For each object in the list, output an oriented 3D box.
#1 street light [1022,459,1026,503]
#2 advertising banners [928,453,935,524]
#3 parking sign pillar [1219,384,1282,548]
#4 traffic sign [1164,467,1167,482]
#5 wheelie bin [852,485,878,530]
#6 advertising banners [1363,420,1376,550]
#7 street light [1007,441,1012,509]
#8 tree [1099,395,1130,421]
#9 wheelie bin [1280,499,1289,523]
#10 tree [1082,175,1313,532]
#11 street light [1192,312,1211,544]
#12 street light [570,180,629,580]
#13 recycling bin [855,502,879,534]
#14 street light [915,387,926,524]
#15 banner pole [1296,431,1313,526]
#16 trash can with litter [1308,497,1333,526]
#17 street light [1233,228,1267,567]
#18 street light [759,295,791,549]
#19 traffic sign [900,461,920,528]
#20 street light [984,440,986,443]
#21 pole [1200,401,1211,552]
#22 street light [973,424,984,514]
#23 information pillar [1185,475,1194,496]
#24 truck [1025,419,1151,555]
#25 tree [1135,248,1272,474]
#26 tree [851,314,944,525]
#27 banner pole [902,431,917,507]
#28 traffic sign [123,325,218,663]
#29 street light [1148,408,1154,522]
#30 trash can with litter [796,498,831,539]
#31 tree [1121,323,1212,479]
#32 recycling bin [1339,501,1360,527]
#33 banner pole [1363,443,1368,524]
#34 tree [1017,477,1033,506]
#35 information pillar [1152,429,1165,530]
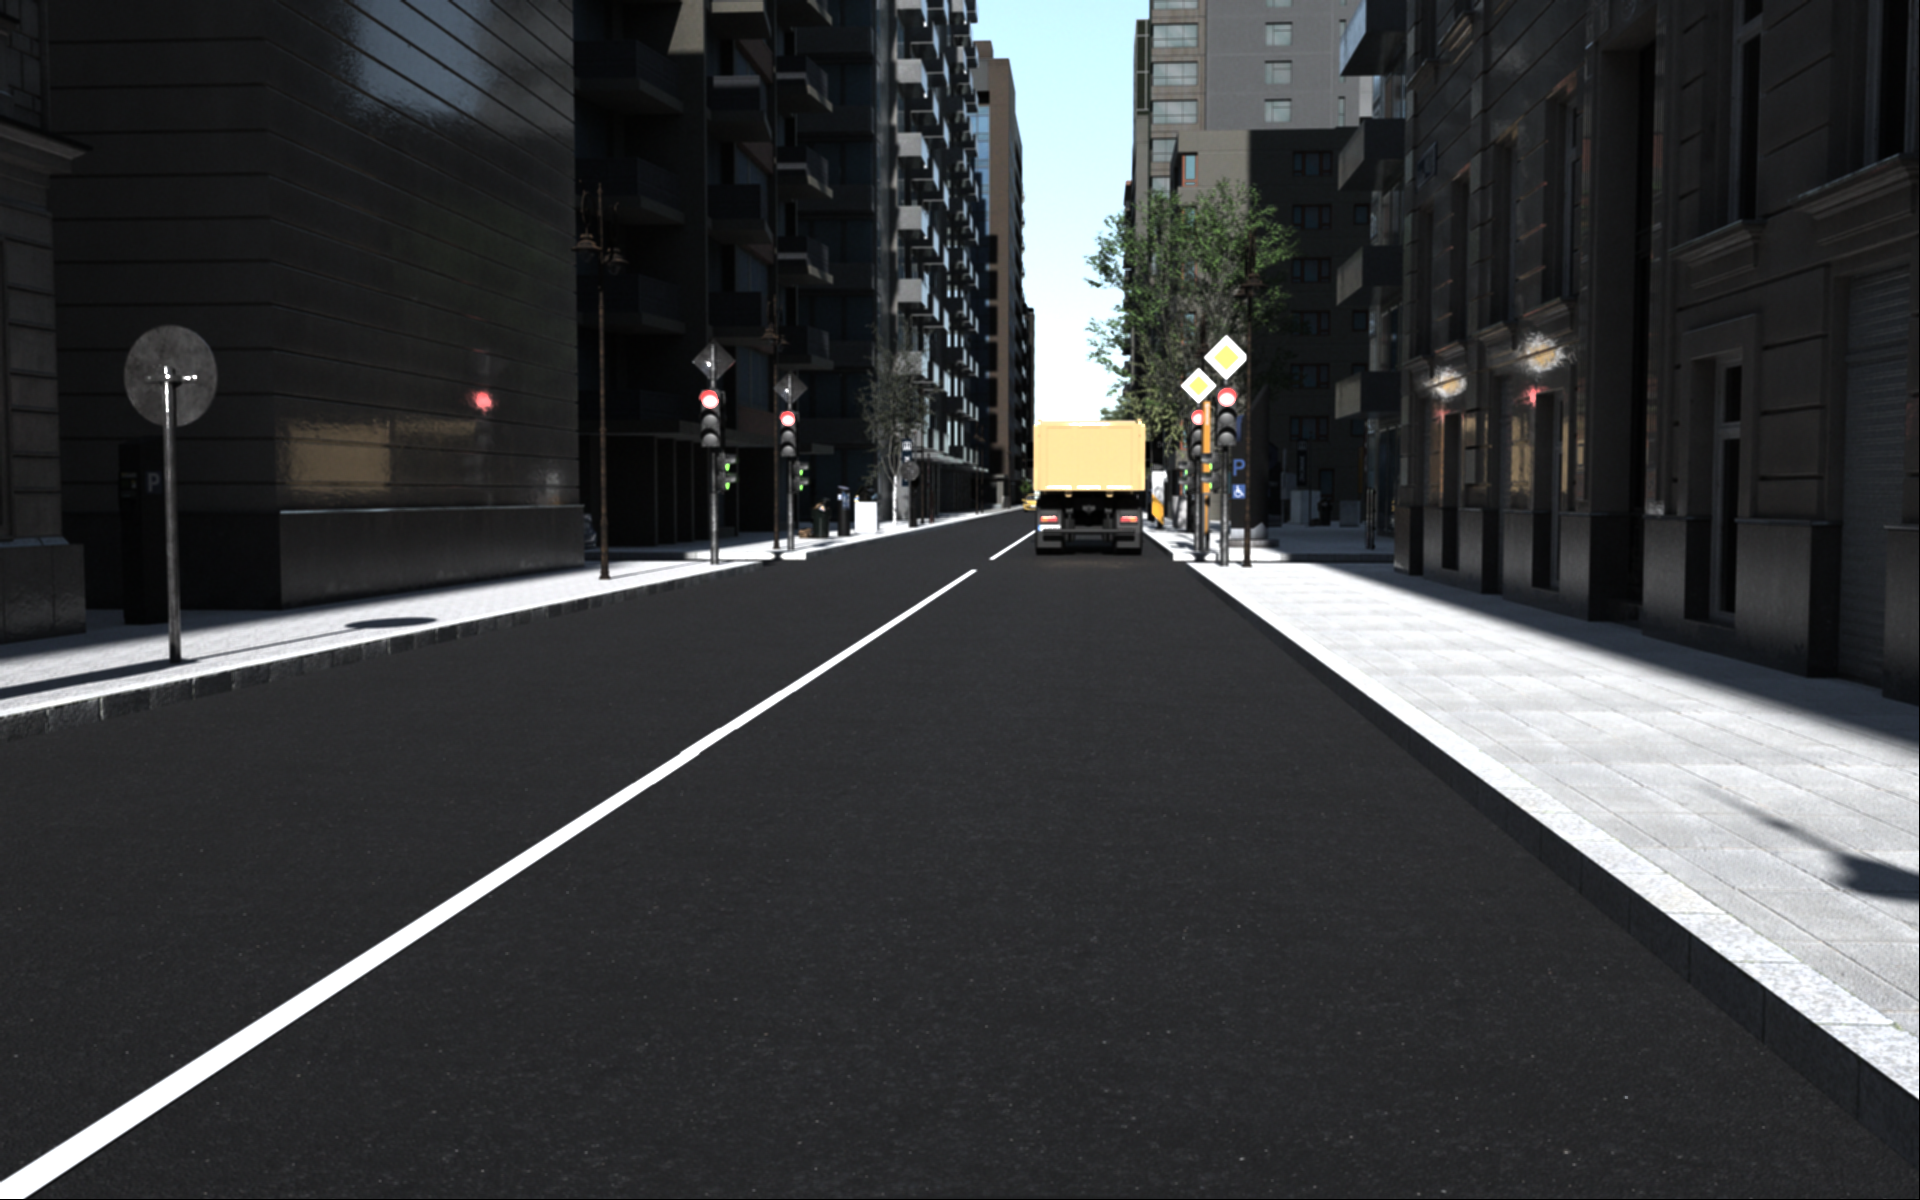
[{"bbox_3d":[6.874,-13.047,186.099,0.468,5.910,1.993,0,4,4],"label":"street light"},{"bbox_3d":[-1.257,-4.827,75.116,0.090,3.025,2.074,0,4,7],"label":"advertising banners"},{"bbox_3d":[7.030,-3.271,41.959,1.447,3.967,1.447,2,4,34],"label":"parking sign pillar"},{"bbox_3d":[7.306,-3.752,63.477,0.606,2.300,0.079,1,4,13],"label":"traffic sign"},{"bbox_3d":[-3.267,-3.193,60.109,0.693,1.594,0.980,2,4,28],"label":"wheelie bin"},{"bbox_3d":[9.595,-2.717,40.613,0.090,3.025,2.074,0,4,7],"label":"advertising banners"},{"bbox_3d":[4.307,-10.908,151.129,0.468,5.910,1.993,0,4,4],"label":"street light"},{"bbox_3d":[18.397,-17.052,196.935,7.486,12.596,7.792,0,3,0],"label":"tree"},{"bbox_3d":[14.233,-4.233,77.118,0.693,1.594,0.980,-2,4,-31],"label":"wheelie bin"},{"bbox_3d":[7.858,-8.083,57.913,9.928,11.665,9.643,0,3,0],"label":"tree"},{"bbox_3d":[6.171,-4.361,44.097,0.468,5.910,1.993,0,4,4],"label":"street light"},{"bbox_3d":[-5.347,-3.248,25.895,0.468,5.910,1.993,0,4,4],"label":"street light"},{"bbox_3d":[-2.995,-2.644,55.776,0.722,1.027,0.722,0,4,4],"label":"recycling bin"},{"bbox_3d":[-1.621,-6.242,74.841,0.468,5.910,1.993,0,4,4],"label":"street light"},{"bbox_3d":[13.664,-4.801,68.519,0.863,3.779,0.401,-1,4,-21],"label":"banner pole"},{"bbox_3d":[14.499,-3.574,69.827,0.624,1.170,1.055,-3,4,-38],"label":"trash can with litter"},{"bbox_3d":[5.057,-3.520,30.339,0.468,5.910,1.993,0,4,4],"label":"street light"},{"bbox_3d":[-4.285,-4.127,40.272,0.468,5.910,1.993,0,4,4],"label":"street light"},{"bbox_3d":[-1.927,-4.040,66.162,0.768,2.556,0.104,1,4,9],"label":"traffic sign"},{"bbox_3d":[1.493,-8.759,115.990,0.468,5.910,1.993,0,4,4],"label":"street light"},{"bbox_3d":[5.410,-2.710,38.145,0.158,3.312,0.155,0,3,0],"label":"pole"},{"bbox_3d":[1.073,-8.356,109.407,0.468,5.910,1.993,0,4,4],"label":"street light"},{"bbox_3d":[8.790,-3.765,66.055,0.304,2.012,0.304,-2,4,-23],"label":"information pillar"},{"bbox_3d":[3.286,-2.959,44.297,3.469,3.379,9.791,0,4,4],"label":"truck"},{"bbox_3d":[7.257,-6.186,51.505,4.360,8.622,3.978,0,3,0],"label":"tree"},{"bbox_3d":[-2.705,-7.415,71.599,4.360,8.622,3.978,0,3,0],"label":"tree"},{"bbox_3d":[-1.964,-4.816,68.761,0.863,3.779,0.401,2,4,29],"label":"banner pole"},{"bbox_3d":[-5.958,-0.793,13.072,0.768,2.556,0.104,1,4,8],"label":"traffic sign"},{"bbox_3d":[8.777,-6.476,78.670,0.468,5.910,1.993,0,4,4],"label":"street light"},{"bbox_3d":[-4.251,-2.367,50.092,1.055,1.170,0.624,2,4,25],"label":"trash can with litter"},{"bbox_3d":[8.746,-7.578,74.269,4.737,8.622,4.395,0,3,0],"label":"tree"},{"bbox_3d":[15.184,-3.356,67.432,0.722,1.027,0.722,1,4,19],"label":"recycling bin"},{"bbox_3d":[17.398,-5.131,73.914,0.401,3.779,0.863,0,4,5],"label":"banner pole"},{"bbox_3d":[7.281,-11.998,190.768,1.663,3.219,1.824,0,3,0],"label":"tree"},{"bbox_3d":[7.170,-4.355,62.557,0.504,3.616,0.183,3,5,40],"label":"information pillar"}]
